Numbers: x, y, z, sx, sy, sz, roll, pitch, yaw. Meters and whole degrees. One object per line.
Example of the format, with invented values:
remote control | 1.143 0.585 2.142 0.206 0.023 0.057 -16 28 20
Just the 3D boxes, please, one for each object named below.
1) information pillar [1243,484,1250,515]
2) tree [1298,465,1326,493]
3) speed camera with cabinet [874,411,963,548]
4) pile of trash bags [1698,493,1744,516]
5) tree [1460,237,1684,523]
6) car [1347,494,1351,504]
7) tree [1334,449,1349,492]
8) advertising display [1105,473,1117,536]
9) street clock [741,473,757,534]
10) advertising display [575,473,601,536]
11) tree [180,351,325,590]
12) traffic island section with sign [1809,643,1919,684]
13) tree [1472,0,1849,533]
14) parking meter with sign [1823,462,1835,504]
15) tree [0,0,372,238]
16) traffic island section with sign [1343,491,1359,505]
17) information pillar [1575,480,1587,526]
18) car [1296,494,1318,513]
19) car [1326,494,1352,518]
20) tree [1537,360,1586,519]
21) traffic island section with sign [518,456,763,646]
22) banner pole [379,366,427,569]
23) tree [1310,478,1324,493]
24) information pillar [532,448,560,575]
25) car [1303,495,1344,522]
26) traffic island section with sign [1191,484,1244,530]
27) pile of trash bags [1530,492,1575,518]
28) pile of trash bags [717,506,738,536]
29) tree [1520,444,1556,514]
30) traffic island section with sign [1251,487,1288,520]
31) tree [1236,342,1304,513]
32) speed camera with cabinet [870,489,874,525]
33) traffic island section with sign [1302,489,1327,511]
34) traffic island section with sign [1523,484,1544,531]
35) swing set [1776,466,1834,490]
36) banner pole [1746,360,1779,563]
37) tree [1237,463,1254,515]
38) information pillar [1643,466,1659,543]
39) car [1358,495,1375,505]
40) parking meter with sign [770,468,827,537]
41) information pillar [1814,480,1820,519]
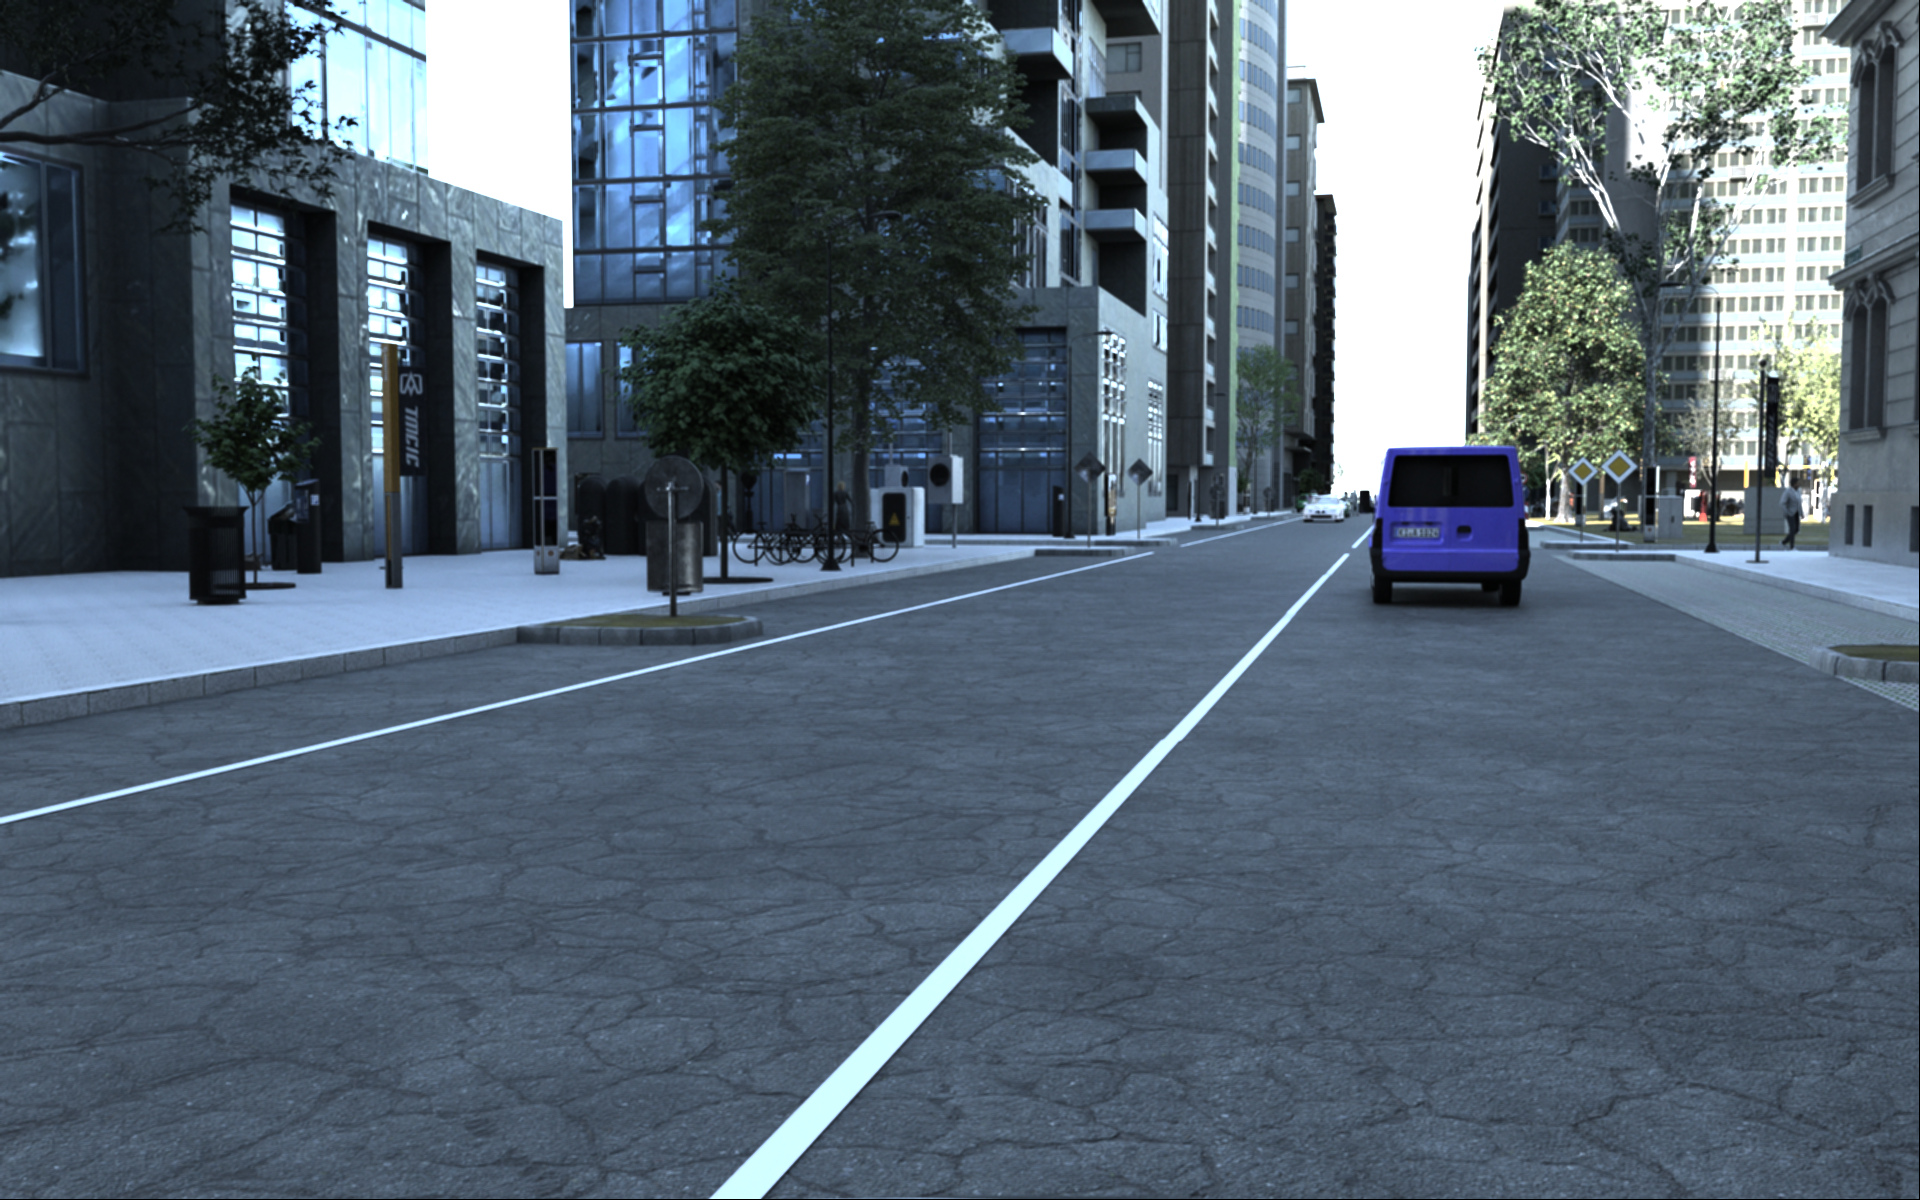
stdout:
information pillar | 17.968 -6.365 108.560 0.304 2.012 0.304 -3 4 -38
tree | 39.557 -12.972 195.802 4.285 4.588 4.351 0 3 0
speed camera with cabinet | -0.947 -2.874 41.325 2.038 3.252 0.660 2 4 29
pile of trash bags | 43.931 -5.530 100.175 3.447 1.369 1.912 -2 4 -29
tree | 27.280 -9.811 77.420 9.611 12.733 9.660 0 3 0
car | 51.799 -13.505 230.589 2.009 1.686 4.222 1 4 15
tree | 60.249 -19.973 276.922 4.737 8.622 4.395 0 3 0
advertising display | 4.642 -2.944 53.353 0.123 1.923 0.974 1 4 20
street clock | -6.716 -3.094 55.158 0.471 2.002 0.358 1 4 19
advertising display | -11.440 -2.943 53.330 0.123 1.923 0.974 3 4 37
tree | -9.488 -1.772 23.578 1.663 3.219 1.824 0 3 0
traffic island section with sign | 7.931 -0.311 13.718 1.989 1.847 2.006 1 4 14
tree | 23.960 -12.233 55.903 12.611 20.169 13.585 0 3 0
parking meter with sign | 47.476 -5.970 93.871 1.738 3.016 0.543 -2 4 -24
tree | -6.676 -4.645 10.352 7.601 10.594 8.767 -1 4 -11
traffic island section with sign | 57.109 -14.888 252.054 1.989 1.847 2.006 1 4 14
information pillar | 24.764 -3.950 69.081 0.304 2.012 0.304 -3 4 -38
car | 26.781 -7.597 133.001 1.959 1.807 4.718 1 4 12
car | 23.097 -5.809 106.778 2.131 1.459 4.920 1 4 15
tree | 30.306 -8.440 88.357 4.737 8.622 4.395 0 3 0
traffic island section with sign | -3.079 -0.535 17.374 1.989 1.847 2.006 1 4 14
banner pole | -9.571 -2.431 29.767 0.863 3.779 0.401 -2 4 -25
tree | 39.298 -12.064 191.843 1.663 3.219 1.824 0 3 0
information pillar | -6.610 -1.417 27.656 0.304 2.012 0.304 -3 5 -40
car | 18.758 -4.699 89.185 2.083 1.381 4.827 1 4 16
traffic island section with sign | 10.458 -3.763 70.159 1.989 1.847 2.006 1 4 14
pile of trash bags | 32.487 -5.161 94.136 1.912 1.369 3.447 3 5 43
pile of trash bags | -8.497 -2.672 53.447 3.447 1.369 1.912 2 4 34
tree | 36.809 -7.856 112.166 4.285 4.588 4.351 0 3 0
traffic island section with sign | 17.384 -5.415 97.167 1.989 1.847 2.006 1 4 14
tree | 19.610 -11.728 117.503 9.928 11.665 9.643 0 3 0
speed camera with cabinet | -2.191 -3.603 53.243 0.660 3.252 2.038 1 4 18
traffic island section with sign | 29.703 -8.353 145.207 1.989 1.847 2.006 1 4 14
traffic island section with sign | 21.900 -3.644 68.204 1.989 1.847 2.006 1 4 14
swing set | 47.467 -6.114 97.588 3.119 2.851 2.862 2 4 32
banner pole | 15.143 -2.600 32.525 0.863 3.779 0.401 -3 4 -38
tree | 17.071 -6.876 107.025 1.663 3.219 1.824 0 3 0
information pillar | 18.356 -2.538 45.981 0.304 2.012 0.304 2 4 33
car | 52.399 -12.898 223.240 2.083 1.381 4.827 1 4 14
parking meter with sign | -4.840 -3.381 51.542 1.738 3.016 0.543 1 4 14
information pillar | 44.278 -5.192 89.383 0.304 2.012 0.304 2 4 27
